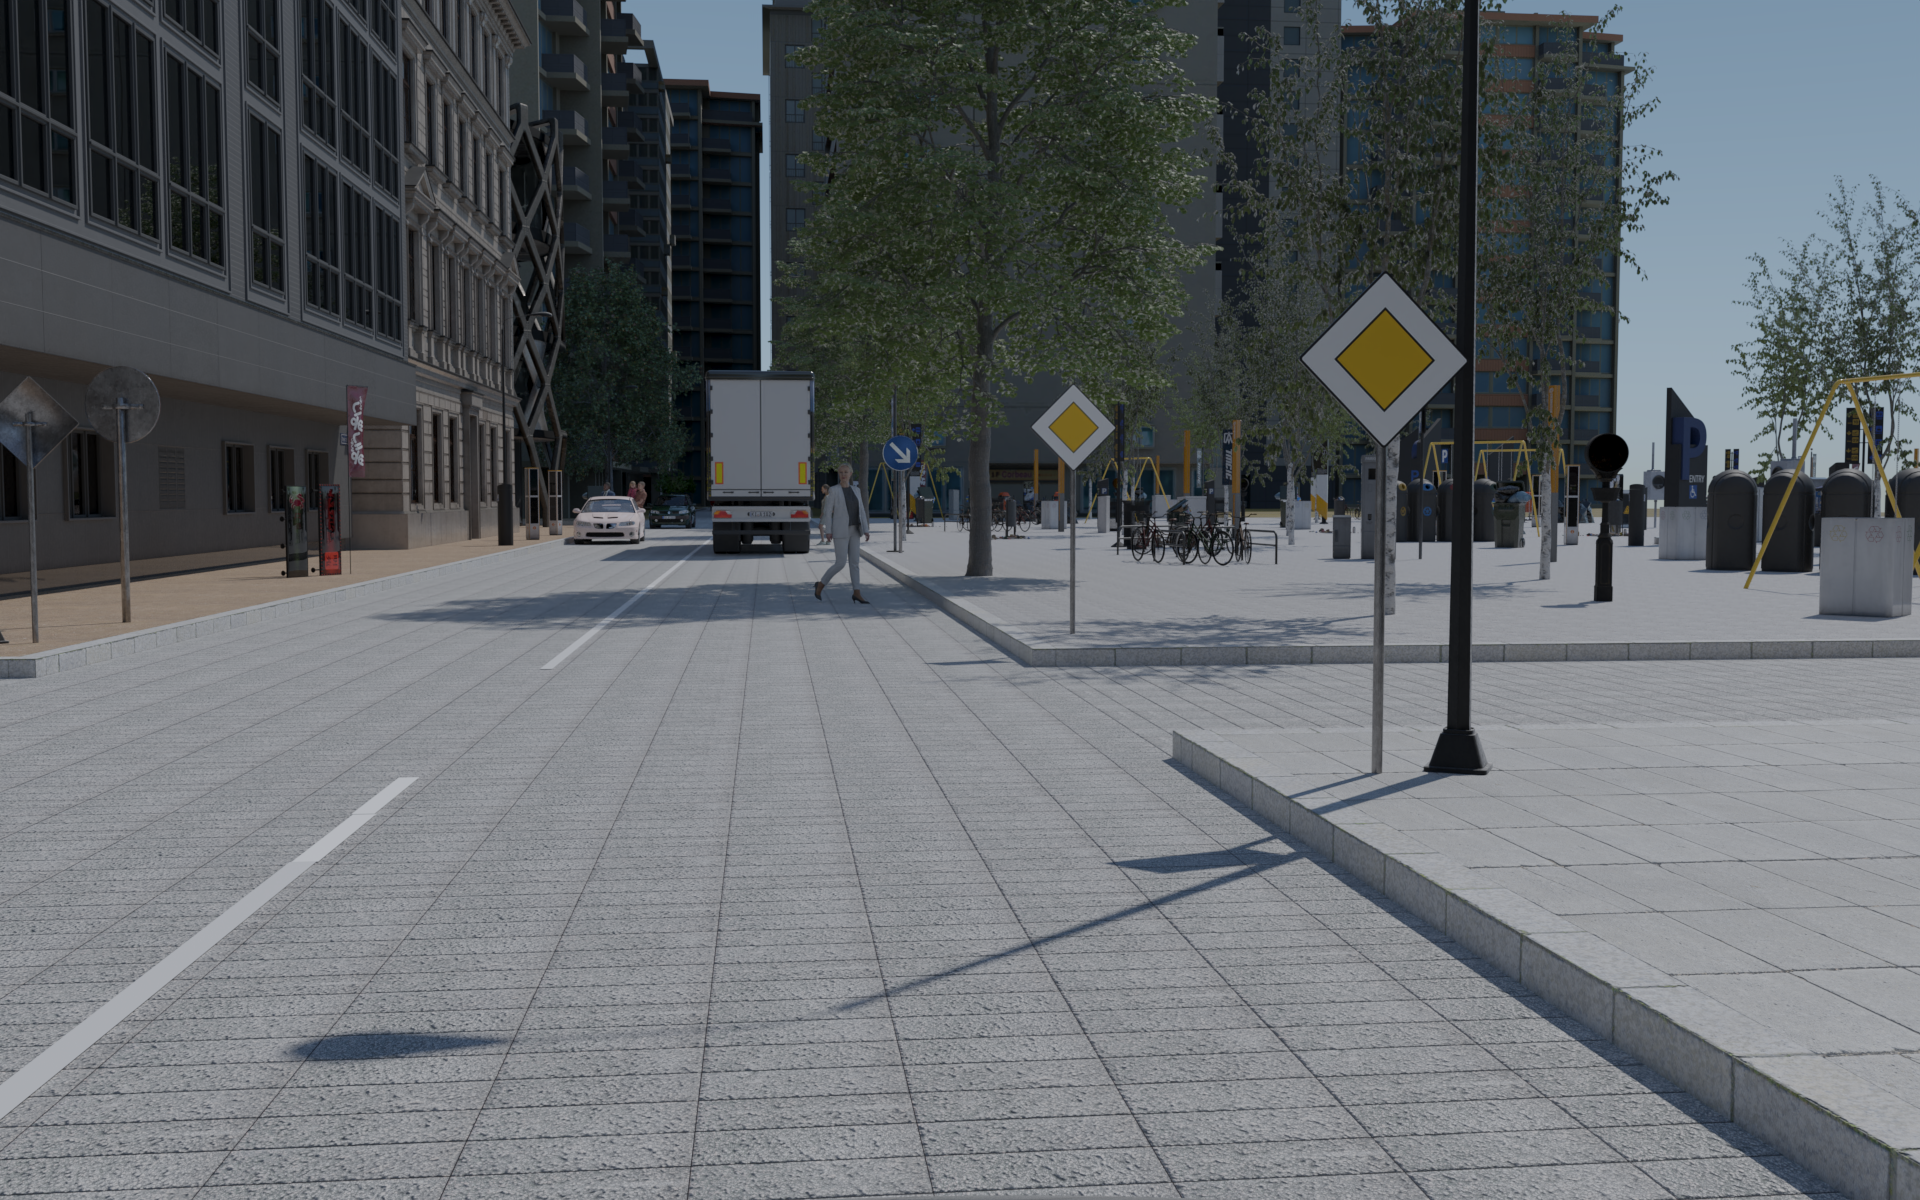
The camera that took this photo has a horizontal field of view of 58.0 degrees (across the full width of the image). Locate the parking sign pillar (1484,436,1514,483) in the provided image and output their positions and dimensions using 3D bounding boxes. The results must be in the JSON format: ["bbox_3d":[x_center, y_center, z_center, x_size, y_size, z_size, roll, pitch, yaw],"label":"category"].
[{"bbox_3d":[25.062,-5.634,80.580,1.447,3.967,1.447,-1,4,-17],"label":"parking sign pillar"}]

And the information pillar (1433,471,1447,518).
[{"bbox_3d":[14.971,-3.034,54.103,0.304,2.012,0.304,-2,4,-25],"label":"information pillar"}]

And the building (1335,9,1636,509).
[{"bbox_3d":[46.233,-30.908,159.973,28.867,44.769,22.147,0,4,-6],"label":"building"}]

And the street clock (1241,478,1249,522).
[{"bbox_3d":[13.106,-4.623,80.157,0.471,2.002,0.358,1,4,18],"label":"street clock"}]

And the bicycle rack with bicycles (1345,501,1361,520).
[{"bbox_3d":[20.448,-4.507,87.067,2.852,0.926,2.925,-1,4,-11],"label":"bicycle rack with bicycles"}]

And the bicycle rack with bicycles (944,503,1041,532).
[{"bbox_3d":[0.716,-2.802,59.192,2.852,0.926,2.925,-2,4,-28],"label":"bicycle rack with bicycles"}]

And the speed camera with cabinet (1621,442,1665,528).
[{"bbox_3d":[25.790,-4.374,65.857,2.038,3.252,0.660,-1,4,-8],"label":"speed camera with cabinet"}]

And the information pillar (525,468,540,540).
[{"bbox_3d":[-11.963,-2.688,48.437,0.304,2.012,0.304,-2,4,-34],"label":"information pillar"}]

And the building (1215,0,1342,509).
[{"bbox_3d":[21.441,-44.009,157.798,20.611,71.187,20.563,0,4,-6],"label":"building"}]

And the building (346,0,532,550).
[{"bbox_3d":[-18.412,-11.208,47.871,10.561,19.102,19.286,0,4,-6],"label":"building"}]

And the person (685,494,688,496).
[{"bbox_3d":[-16.764,-5.751,105.748,0.599,1.433,0.991,0,4,-6],"label":"person"}]

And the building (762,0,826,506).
[{"bbox_3d":[-7.603,-36.698,189.248,27.495,52.752,28.713,0,4,-6],"label":"building"}]

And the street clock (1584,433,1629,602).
[{"bbox_3d":[7.704,-0.986,20.687,0.471,2.002,0.358,1,4,10],"label":"street clock"}]

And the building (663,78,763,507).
[{"bbox_3d":[-35.206,-32.301,182.743,28.867,44.769,22.147,0,4,-6],"label":"building"}]

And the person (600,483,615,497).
[{"bbox_3d":[-11.400,-2.877,55.729,0.721,1.800,0.419,1,4,18],"label":"person"}]

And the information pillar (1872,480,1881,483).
[{"bbox_3d":[48.174,-5.299,91.127,0.304,2.012,0.304,-3,4,-36],"label":"information pillar"}]

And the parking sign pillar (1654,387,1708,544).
[{"bbox_3d":[18.507,-3.404,44.134,1.447,3.967,1.447,-3,4,-37],"label":"parking sign pillar"}]

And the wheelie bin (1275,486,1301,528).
[{"bbox_3d":[12.528,-3.569,66.254,0.980,1.594,0.693,1,4,9],"label":"wheelie bin"}]

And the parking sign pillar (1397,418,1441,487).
[{"bbox_3d":[16.497,-4.462,61.423,1.447,3.967,1.447,-3,5,-42],"label":"parking sign pillar"}]

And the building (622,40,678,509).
[{"bbox_3d":[-36.470,-27.814,146.643,23.993,40.220,32.217,0,4,-6],"label":"building"}]

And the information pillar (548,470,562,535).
[{"bbox_3d":[-12.574,-3.017,53.819,0.304,2.012,0.304,1,4,18],"label":"information pillar"}]

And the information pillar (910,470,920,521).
[{"bbox_3d":[-2.104,-5.508,81.403,0.504,3.616,0.183,0,4,-2],"label":"information pillar"}]

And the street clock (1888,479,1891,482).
[{"bbox_3d":[43.567,-4.672,80.963,0.471,2.002,0.358,-3,5,-43],"label":"street clock"}]

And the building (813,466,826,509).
[{"bbox_3d":[-2.712,-43.778,154.019,20.563,71.187,20.611,0,4,-6],"label":"building"}]

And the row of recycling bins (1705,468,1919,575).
[{"bbox_3d":[14.140,-1.306,28.471,3.534,1.692,1.069,3,4,36],"label":"row of recycling bins"}]

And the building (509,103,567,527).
[{"bbox_3d":[-23.966,-12.178,66.557,16.820,18.784,16.811,0,4,-6],"label":"building"}]

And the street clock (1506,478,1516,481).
[{"bbox_3d":[25.222,-4.571,79.301,0.471,2.002,0.358,-2,4,-32],"label":"street clock"}]

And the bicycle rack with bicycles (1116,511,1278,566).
[{"bbox_3d":[4.638,-1.145,32.097,2.852,0.926,2.925,-1,4,-10],"label":"bicycle rack with bicycles"}]

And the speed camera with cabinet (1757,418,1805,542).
[{"bbox_3d":[21.452,-3.152,45.871,0.660,3.252,2.038,-1,4,-11],"label":"speed camera with cabinet"}]

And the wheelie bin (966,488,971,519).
[{"bbox_3d":[0.780,-4.811,86.569,0.980,1.594,0.693,0,4,2],"label":"wheelie bin"}]

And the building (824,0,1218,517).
[{"bbox_3d":[2.778,-29.443,105.089,21.300,48.544,21.600,0,4,-6],"label":"building"}]

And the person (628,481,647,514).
[{"bbox_3d":[-10.056,-2.777,53.885,0.580,1.828,0.573,-1,4,-19],"label":"person"}]

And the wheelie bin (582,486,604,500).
[{"bbox_3d":[-14.101,-3.610,66.929,0.980,1.594,0.693,-1,4,-10],"label":"wheelie bin"}]

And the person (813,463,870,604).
[{"bbox_3d":[-1.549,-0.878,22.734,0.818,1.842,0.514,2,4,31],"label":"person"}]

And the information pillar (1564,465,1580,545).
[{"bbox_3d":[15.402,-2.393,43.610,0.304,2.012,0.304,0,4,7],"label":"information pillar"}]

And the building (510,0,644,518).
[{"bbox_3d":[-30.320,-27.374,102.193,22.147,44.769,28.867,0,4,-6],"label":"building"}]

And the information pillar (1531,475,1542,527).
[{"bbox_3d":[22.284,-3.817,66.900,0.304,2.012,0.304,2,4,35],"label":"information pillar"}]

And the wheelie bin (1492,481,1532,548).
[{"bbox_3d":[13.160,-2.049,41.414,0.980,1.594,0.693,2,4,33],"label":"wheelie bin"}]

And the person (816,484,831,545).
[{"bbox_3d":[-3.755,-2.392,48.608,0.522,1.701,0.512,0,4,2],"label":"person"}]

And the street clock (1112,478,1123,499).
[{"bbox_3d":[7.053,-4.465,77.568,0.471,2.002,0.358,0,4,8],"label":"street clock"}]

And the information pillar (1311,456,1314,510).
[{"bbox_3d":[17.866,-5.845,86.919,0.504,3.616,0.183,2,4,26],"label":"information pillar"}]

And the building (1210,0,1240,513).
[{"bbox_3d":[3.941,-33.097,130.380,28.713,52.752,27.495,0,4,-6],"label":"building"}]

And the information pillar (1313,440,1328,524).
[{"bbox_3d":[15.547,-5.071,74.260,0.504,3.616,0.183,2,4,27],"label":"information pillar"}]

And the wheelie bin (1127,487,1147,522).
[{"bbox_3d":[8.241,-4.452,80.698,0.980,1.594,0.693,-1,4,-12],"label":"wheelie bin"}]

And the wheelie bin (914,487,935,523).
[{"bbox_3d":[-1.599,-4.157,75.871,0.980,1.594,0.693,-2,4,-32],"label":"wheelie bin"}]

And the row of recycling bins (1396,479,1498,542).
[{"bbox_3d":[12.814,-2.418,46.649,3.534,1.692,1.069,-1,4,-11],"label":"row of recycling bins"}]

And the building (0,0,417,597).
[{"bbox_3d":[-17.857,-14.215,25.924,14.314,27.812,24.014,0,4,-6],"label":"building"}]
